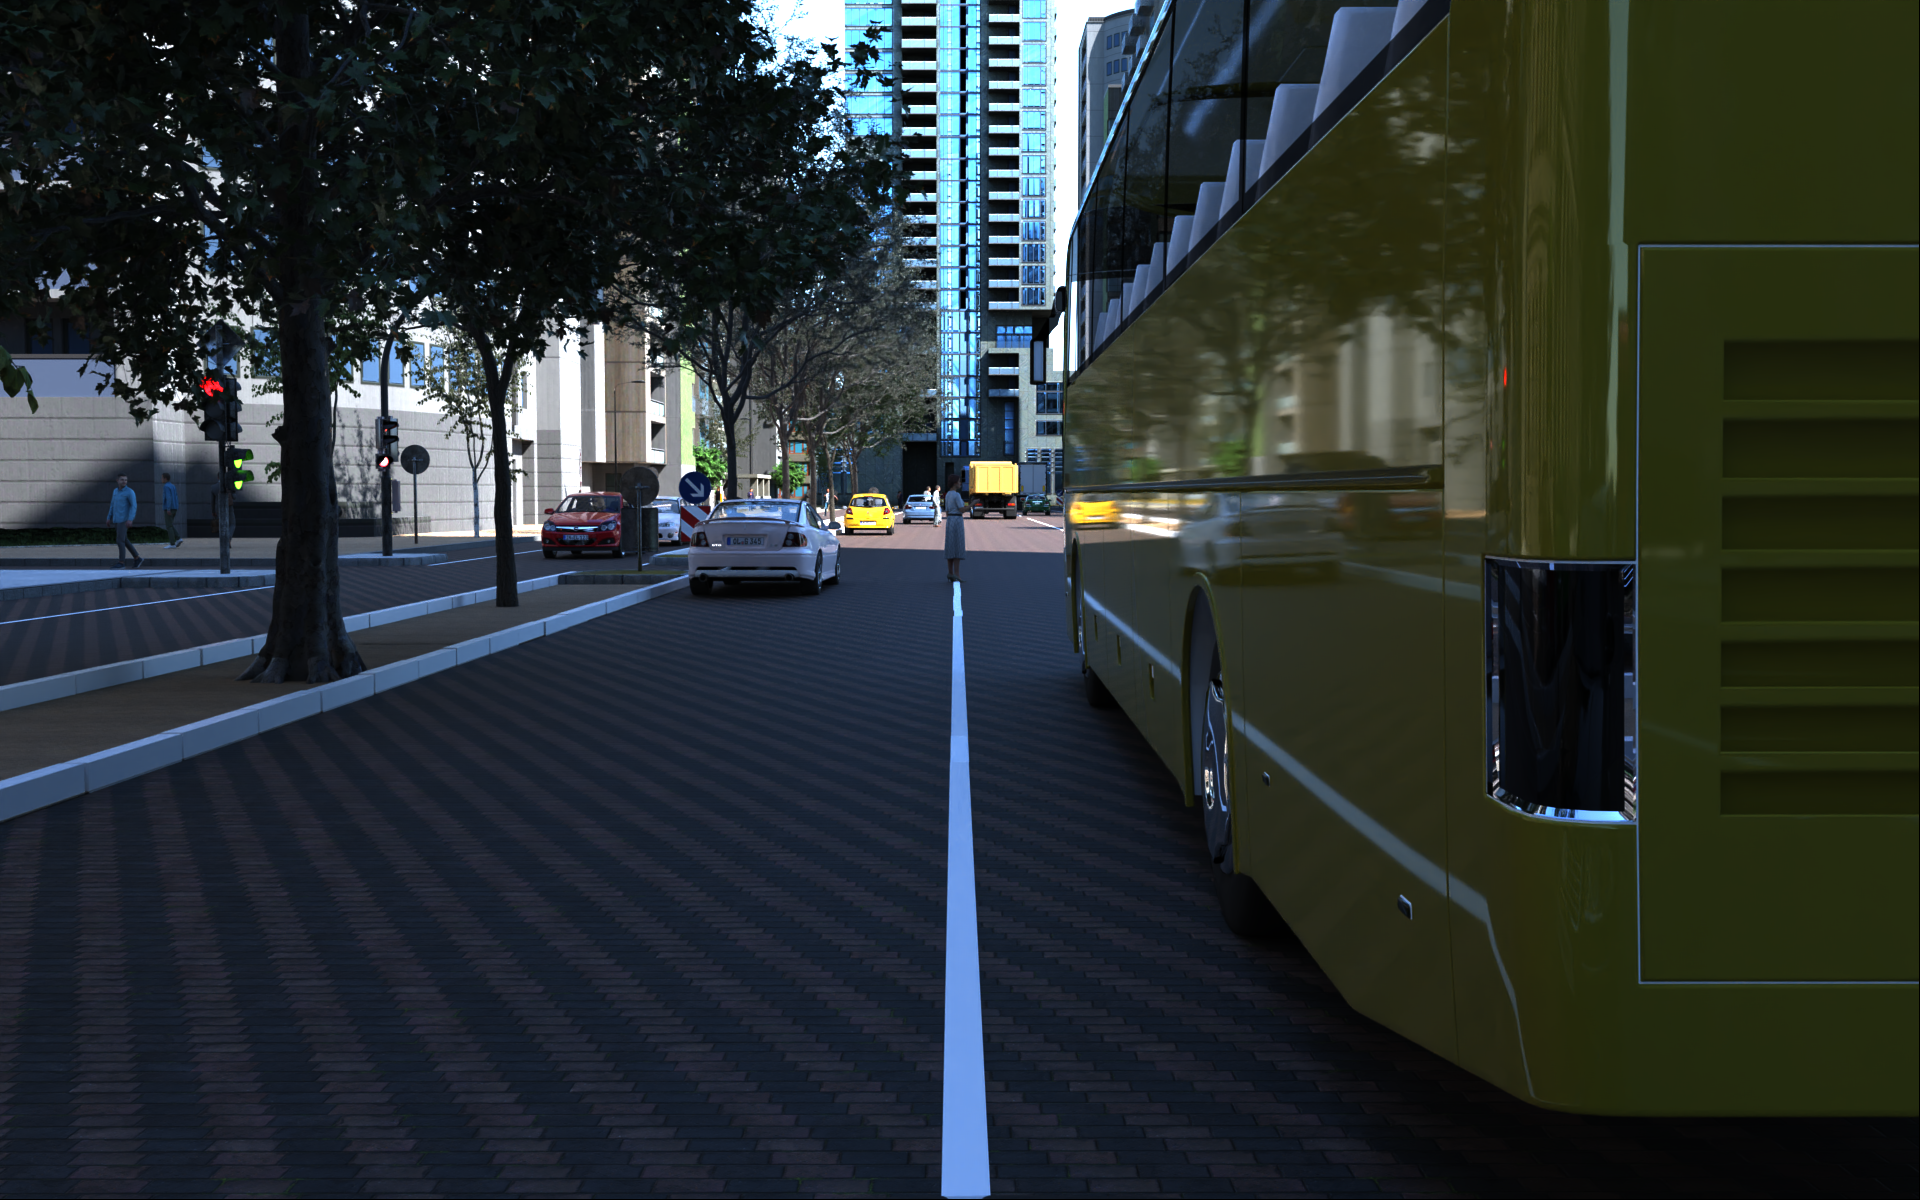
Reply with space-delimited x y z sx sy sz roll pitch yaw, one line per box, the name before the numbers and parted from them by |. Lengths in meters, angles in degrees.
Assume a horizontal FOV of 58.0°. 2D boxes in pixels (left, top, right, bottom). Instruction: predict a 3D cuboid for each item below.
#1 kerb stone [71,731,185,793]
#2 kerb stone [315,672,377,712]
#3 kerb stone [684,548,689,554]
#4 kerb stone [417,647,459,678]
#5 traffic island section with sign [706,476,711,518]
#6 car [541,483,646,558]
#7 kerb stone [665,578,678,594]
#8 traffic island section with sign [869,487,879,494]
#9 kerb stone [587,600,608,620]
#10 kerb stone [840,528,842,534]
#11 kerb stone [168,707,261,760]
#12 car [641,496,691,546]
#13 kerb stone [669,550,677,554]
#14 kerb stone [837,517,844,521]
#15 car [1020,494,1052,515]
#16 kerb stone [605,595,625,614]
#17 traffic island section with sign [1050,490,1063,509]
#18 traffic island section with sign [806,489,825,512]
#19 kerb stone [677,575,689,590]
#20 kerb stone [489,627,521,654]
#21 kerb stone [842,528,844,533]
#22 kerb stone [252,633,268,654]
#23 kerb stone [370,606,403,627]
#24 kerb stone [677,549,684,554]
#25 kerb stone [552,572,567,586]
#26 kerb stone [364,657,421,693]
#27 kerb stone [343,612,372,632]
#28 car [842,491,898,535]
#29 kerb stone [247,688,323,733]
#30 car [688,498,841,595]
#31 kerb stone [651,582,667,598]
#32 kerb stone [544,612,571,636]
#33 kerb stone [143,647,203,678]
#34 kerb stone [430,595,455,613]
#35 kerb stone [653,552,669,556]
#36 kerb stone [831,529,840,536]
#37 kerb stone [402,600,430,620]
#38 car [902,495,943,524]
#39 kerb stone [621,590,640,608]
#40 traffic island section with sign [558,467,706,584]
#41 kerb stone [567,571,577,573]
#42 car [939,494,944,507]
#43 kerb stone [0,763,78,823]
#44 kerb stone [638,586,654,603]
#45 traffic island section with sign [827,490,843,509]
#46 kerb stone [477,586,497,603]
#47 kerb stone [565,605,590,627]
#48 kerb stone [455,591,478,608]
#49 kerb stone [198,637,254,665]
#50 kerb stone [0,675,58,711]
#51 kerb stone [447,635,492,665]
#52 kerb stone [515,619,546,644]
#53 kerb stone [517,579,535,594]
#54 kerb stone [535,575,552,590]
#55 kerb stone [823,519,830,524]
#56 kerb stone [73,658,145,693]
kerb stone | -4.231 0.823 8.790 0.120 0.150 1.000 0 4 0
kerb stone | -4.240 0.640 11.856 0.120 0.150 1.000 0 4 0
kerb stone | -6.422 -1.093 40.062 0.120 0.150 1.000 0 4 0
kerb stone | -4.253 0.514 13.918 0.120 0.150 1.000 0 4 0
traffic island section with sign | -5.342 -1.680 35.604 2.006 1.907 1.989 0 4 0
car | -8.431 -1.900 40.101 2.155 1.783 4.494 0 4 0
kerb stone | -4.274 -0.183 25.196 0.120 0.150 1.000 0 4 0
traffic island section with sign | -5.557 -6.276 110.742 2.006 1.907 1.989 0 4 0
kerb stone | -4.266 0.130 20.065 0.120 0.150 1.000 0 4 0
kerb stone | -4.379 -2.409 61.589 0.120 0.150 1.000 0 4 0
kerb stone | -4.237 0.757 9.811 0.120 0.150 1.000 0 4 0
car | -8.587 -2.266 49.403 2.083 1.381 4.827 0 4 1
kerb stone | -6.416 -0.967 38.006 0.120 0.150 1.000 0 4 0
kerb stone | -6.565 -4.416 94.401 0.120 0.150 1.000 0 4 0
car | 5.176 -6.467 117.530 2.131 1.459 4.920 0 4 1
kerb stone | -4.264 0.070 21.099 0.120 0.150 1.000 0 4 0
traffic island section with sign | 9.397 -9.631 166.092 1.989 1.847 2.006 0 4 0
traffic island section with sign | -11.843 -7.894 137.690 1.989 1.847 2.006 0 4 0
kerb stone | -4.276 -0.246 26.218 0.120 0.150 1.000 0 4 0
kerb stone | -4.255 0.384 15.965 0.120 0.150 1.000 0 4 0
kerb stone | -4.379 -2.470 62.614 0.120 0.150 1.000 0 4 0
kerb stone | -6.343 0.390 15.904 0.120 0.150 1.000 0 4 0
kerb stone | -6.354 0.197 18.978 0.120 0.150 1.000 0 4 0
kerb stone | -6.418 -1.030 39.034 0.120 0.150 1.000 0 4 0
kerb stone | -6.383 -0.304 27.163 0.120 0.150 1.000 0 4 0
kerb stone | -4.247 0.569 12.896 0.120 0.150 1.000 0 4 0
kerb stone | -6.355 0.260 17.951 0.120 0.150 1.000 0 4 0
car | -3.206 -3.143 61.606 2.015 1.641 3.980 0 4 -1
kerb stone | -4.243 0.695 10.833 0.120 0.150 1.000 0 4 0
car | -2.875 -0.836 26.027 2.083 1.381 4.827 0 4 2
kerb stone | -4.270 -0.121 24.171 0.120 0.150 1.000 0 4 0
kerb stone | -4.248 0.262 18.009 0.120 0.150 1.000 0 4 0
kerb stone | -6.354 0.514 13.849 0.120 0.150 1.000 0 4 0
kerb stone | -6.370 0.072 21.022 0.120 0.150 1.000 0 4 0
kerb stone | -6.407 -0.901 36.984 0.120 0.150 1.000 0 4 0
kerb stone | -4.372 -2.347 60.567 0.120 0.150 1.000 0 4 0
kerb stone | -6.367 0.134 20.000 0.120 0.150 1.000 0 4 0
car | -1.825 -4.388 83.749 2.014 1.417 4.499 0 4 1
kerb stone | -4.269 0.005 22.121 0.120 0.150 1.000 0 4 0
traffic island section with sign | -5.331 -1.227 28.197 2.006 1.907 1.989 0 4 0
kerb stone | -6.385 -0.367 28.198 0.120 0.150 1.000 0 4 0
car | -1.741 -10.037 174.320 2.015 1.641 3.980 0 4 0
kerb stone | -4.237 0.885 7.767 0.120 0.150 1.000 0 4 0
kerb stone | -4.271 -0.058 23.146 0.120 0.150 1.000 0 4 0
traffic island section with sign | -11.917 -9.554 164.840 1.989 1.847 2.006 0 4 0
kerb stone | -6.370 -0.052 23.068 0.120 0.150 1.000 0 4 0
kerb stone | -4.256 0.194 19.032 0.120 0.150 1.000 0 4 0
kerb stone | -6.370 0.009 22.044 0.120 0.150 1.000 0 4 0
kerb stone | -6.349 0.447 14.881 0.120 0.150 1.000 0 4 0
kerb stone | -6.342 0.636 11.805 0.120 0.150 1.000 0 4 0
kerb stone | -4.254 0.444 14.940 0.120 0.150 1.000 0 4 0
kerb stone | -4.262 0.323 16.987 0.120 0.150 1.000 0 4 0
kerb stone | -6.380 -0.178 25.112 0.120 0.150 1.000 0 4 0
kerb stone | -6.379 -0.241 26.134 0.120 0.150 1.000 0 4 0
kerb stone | -6.545 -3.851 85.159 0.120 0.150 1.000 0 4 0
kerb stone | -6.351 0.573 12.827 0.120 0.150 1.000 0 4 0
